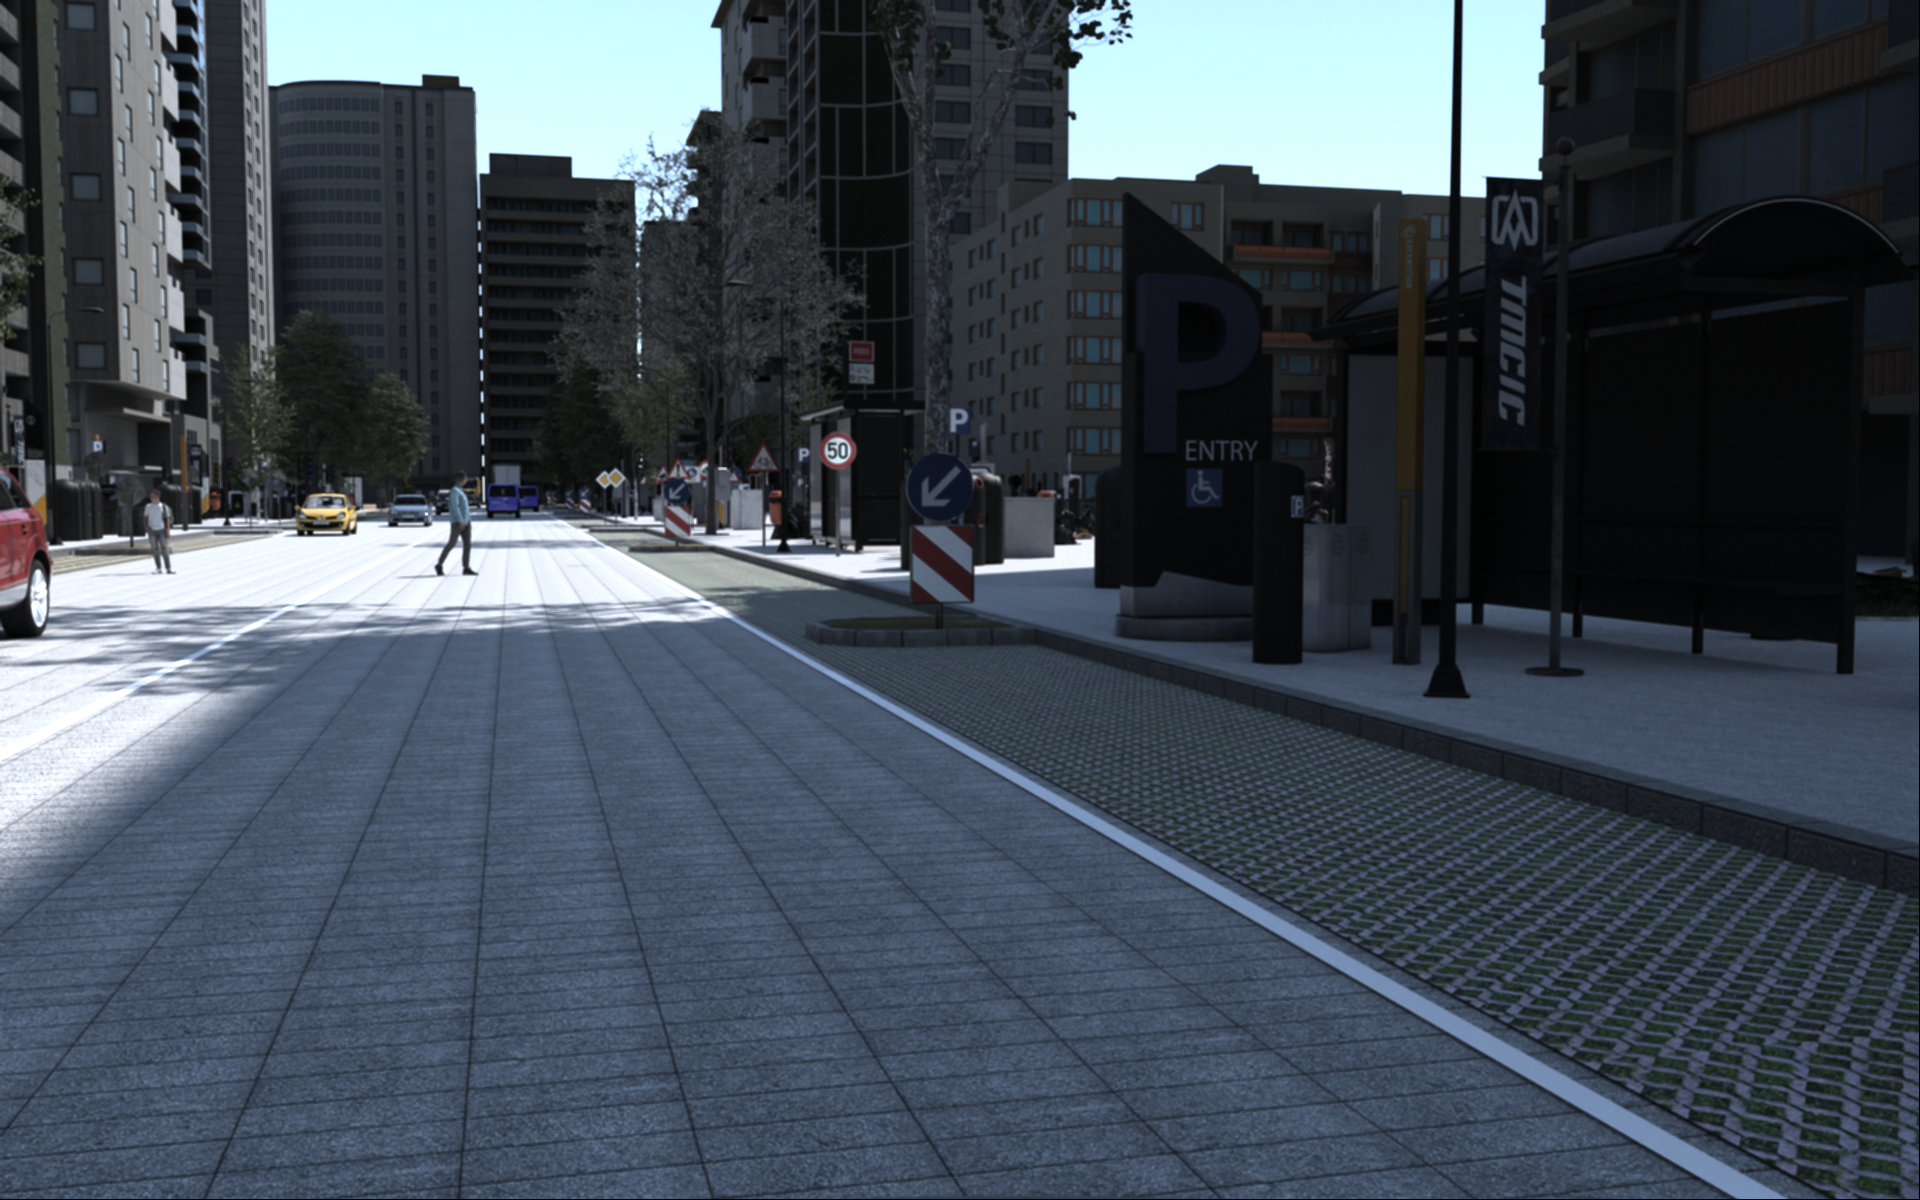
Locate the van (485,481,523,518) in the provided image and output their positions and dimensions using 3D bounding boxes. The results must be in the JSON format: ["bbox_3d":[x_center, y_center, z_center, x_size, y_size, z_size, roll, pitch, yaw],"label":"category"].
[{"bbox_3d":[-27.370,-6.088,103.923,2.240,2.365,5.245,-1,4,-13],"label":"van"}]

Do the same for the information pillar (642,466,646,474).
[{"bbox_3d":[-26.331,-9.347,144.183,0.183,3.616,0.504,2,4,27],"label":"information pillar"}]

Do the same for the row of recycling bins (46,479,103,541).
[{"bbox_3d":[-24.732,-2.531,48.496,1.069,1.692,3.534,-1,4,-15],"label":"row of recycling bins"}]

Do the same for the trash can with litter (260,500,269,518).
[{"bbox_3d":[-37.949,-5.116,95.026,1.055,1.170,0.624,-2,4,-34],"label":"trash can with litter"}]

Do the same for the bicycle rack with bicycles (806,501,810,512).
[{"bbox_3d":[-7.246,-5.012,95.329,2.852,0.926,2.925,-3,5,-43],"label":"bicycle rack with bicycles"}]

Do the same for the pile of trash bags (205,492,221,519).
[{"bbox_3d":[-39.300,-4.865,89.294,1.912,1.369,3.447,1,4,12],"label":"pile of trash bags"}]

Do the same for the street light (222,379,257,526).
[{"bbox_3d":[-29.079,-5.957,69.933,1.470,5.913,1.316,-1,4,-14],"label":"street light"}]

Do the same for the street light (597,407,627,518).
[{"bbox_3d":[-18.488,-7.330,92.392,1.470,5.913,1.316,-1,4,-14],"label":"street light"}]

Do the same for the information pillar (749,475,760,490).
[{"bbox_3d":[-7.751,-3.727,65.421,0.304,2.012,0.304,1,4,19],"label":"information pillar"}]

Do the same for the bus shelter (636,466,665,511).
[{"bbox_3d":[-22.618,-8.150,127.171,2.014,3.302,5.546,-1,4,-15],"label":"bus shelter"}]

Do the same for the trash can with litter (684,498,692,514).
[{"bbox_3d":[-18.527,-6.518,117.627,1.678,1.210,2.233,-2,4,-30],"label":"trash can with litter"}]

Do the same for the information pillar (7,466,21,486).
[{"bbox_3d":[-24.688,-2.492,45.243,0.304,2.012,0.304,-2,4,-29],"label":"information pillar"}]

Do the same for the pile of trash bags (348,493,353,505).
[{"bbox_3d":[-46.477,-7.274,128.684,1.912,1.369,3.447,2,4,32],"label":"pile of trash bags"}]

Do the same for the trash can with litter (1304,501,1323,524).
[{"bbox_3d":[5.459,-1.049,28.540,1.055,1.170,0.624,1,4,15],"label":"trash can with litter"}]

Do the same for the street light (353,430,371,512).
[{"bbox_3d":[-43.103,-9.307,124.716,1.470,5.913,1.316,-1,4,-14],"label":"street light"}]

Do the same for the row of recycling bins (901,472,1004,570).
[{"bbox_3d":[-0.140,-1.443,30.701,1.069,1.692,3.534,1,4,21],"label":"row of recycling bins"}]

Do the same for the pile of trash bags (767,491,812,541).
[{"bbox_3d":[-4.530,-2.405,49.067,1.912,1.369,3.447,1,4,19],"label":"pile of trash bags"}]

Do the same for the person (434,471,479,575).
[{"bbox_3d":[-8.889,-1.360,30.595,0.748,1.841,0.638,1,4,10],"label":"person"}]

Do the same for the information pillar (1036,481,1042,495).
[{"bbox_3d":[4.565,-5.832,99.849,0.304,2.012,0.304,0,4,-8],"label":"information pillar"}]

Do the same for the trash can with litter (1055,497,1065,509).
[{"bbox_3d":[5.558,-4.957,92.430,1.055,1.170,0.624,-1,4,-11],"label":"trash can with litter"}]

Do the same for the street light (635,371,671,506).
[{"bbox_3d":[-11.579,-5.689,65.557,1.470,5.913,1.316,-1,4,-14],"label":"street light"}]

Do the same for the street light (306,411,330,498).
[{"bbox_3d":[-36.061,-7.626,97.227,1.470,5.913,1.316,-1,4,-14],"label":"street light"}]

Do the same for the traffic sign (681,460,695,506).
[{"bbox_3d":[-10.164,-3.917,64.150,0.768,2.556,0.104,-1,4,-8],"label":"traffic sign"}]

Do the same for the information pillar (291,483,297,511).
[{"bbox_3d":[-46.032,-7.049,119.747,0.304,2.012,0.304,-1,4,-16],"label":"information pillar"}]

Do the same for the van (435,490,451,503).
[{"bbox_3d":[-50.769,-10.018,170.801,2.013,2.044,4.112,-1,4,-16],"label":"van"}]

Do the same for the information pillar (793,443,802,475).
[{"bbox_3d":[-7.419,-5.376,79.247,0.183,3.616,0.504,3,4,36],"label":"information pillar"}]

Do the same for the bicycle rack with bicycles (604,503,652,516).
[{"bbox_3d":[-19.776,-5.533,103.844,2.925,0.926,2.852,0,4,-6],"label":"bicycle rack with bicycles"}]

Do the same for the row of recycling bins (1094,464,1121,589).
[{"bbox_3d":[3.203,-1.076,24.706,3.534,1.692,1.069,-3,5,-44],"label":"row of recycling bins"}]

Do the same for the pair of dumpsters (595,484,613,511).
[{"bbox_3d":[-26.381,-7.759,129.351,1.574,2.255,4.437,-1,4,-14],"label":"pair of dumpsters"}]

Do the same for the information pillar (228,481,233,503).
[{"bbox_3d":[-40.755,-5.641,96.727,0.304,2.012,0.304,-1,4,-16],"label":"information pillar"}]

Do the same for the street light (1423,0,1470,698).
[{"bbox_3d":[2.575,-2.336,10.728,1.470,5.913,1.316,-1,4,-14],"label":"street light"}]

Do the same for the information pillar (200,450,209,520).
[{"bbox_3d":[-37.614,-5.799,86.168,0.504,3.616,0.183,1,4,18],"label":"information pillar"}]

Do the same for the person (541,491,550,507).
[{"bbox_3d":[-45.167,-11.003,189.115,1.217,1.743,0.721,-3,5,-42],"label":"person"}]

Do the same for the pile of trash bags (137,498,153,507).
[{"bbox_3d":[-48.797,-5.750,103.766,3.447,1.369,1.912,0,4,-5],"label":"pile of trash bags"}]

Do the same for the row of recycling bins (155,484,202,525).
[{"bbox_3d":[-32.839,-4.011,72.698,1.069,1.692,3.534,0,4,-4],"label":"row of recycling bins"}]

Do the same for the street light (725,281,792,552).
[{"bbox_3d":[-4.427,-4.006,38.039,1.470,5.913,1.316,-1,4,-14],"label":"street light"}]

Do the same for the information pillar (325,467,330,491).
[{"bbox_3d":[-51.397,-9.129,140.617,0.504,3.616,0.183,1,4,14],"label":"information pillar"}]

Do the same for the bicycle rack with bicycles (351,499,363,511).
[{"bbox_3d":[-46.920,-7.240,131.760,2.852,0.926,2.925,1,4,10],"label":"bicycle rack with bicycles"}]

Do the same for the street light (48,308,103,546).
[{"bbox_3d":[-22.086,-4.326,43.265,1.470,5.913,1.316,-1,4,-14],"label":"street light"}]

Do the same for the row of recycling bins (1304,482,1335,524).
[{"bbox_3d":[13.569,-3.255,60.334,3.534,1.692,1.069,-1,4,-17],"label":"row of recycling bins"}]

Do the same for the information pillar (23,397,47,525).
[{"bbox_3d":[-22.382,-3.090,41.881,0.183,3.616,0.504,2,4,26],"label":"information pillar"}]

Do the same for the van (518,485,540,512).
[{"bbox_3d":[-34.698,-8.191,138.299,2.240,2.365,5.245,-1,4,-16],"label":"van"}]

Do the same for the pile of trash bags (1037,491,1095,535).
[{"bbox_3d":[4.088,-2.724,54.287,3.447,1.369,1.912,0,4,0],"label":"pile of trash bags"}]

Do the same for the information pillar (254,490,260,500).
[{"bbox_3d":[-54.540,-7.941,134.332,0.304,2.012,0.304,0,4,3],"label":"information pillar"}]

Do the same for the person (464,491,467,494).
[{"bbox_3d":[-55.078,-11.287,193.184,0.705,1.807,1.348,3,4,36],"label":"person"}]

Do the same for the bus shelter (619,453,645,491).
[{"bbox_3d":[-26.365,-9.815,138.107,2.179,5.291,8.768,-1,4,-14],"label":"bus shelter"}]

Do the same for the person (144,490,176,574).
[{"bbox_3d":[-14.402,-1.229,31.190,0.503,1.515,0.523,-3,5,-41],"label":"person"}]

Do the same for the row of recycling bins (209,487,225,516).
[{"bbox_3d":[-44.022,-5.773,101.497,1.069,1.692,3.534,1,4,22],"label":"row of recycling bins"}]

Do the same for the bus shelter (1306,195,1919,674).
[{"bbox_3d":[5.019,-1.255,14.445,2.014,3.302,5.546,-1,4,-14],"label":"bus shelter"}]

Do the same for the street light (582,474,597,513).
[{"bbox_3d":[-25.450,-8.966,119.142,1.470,5.913,1.316,-1,4,-14],"label":"street light"}]

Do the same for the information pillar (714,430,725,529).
[{"bbox_3d":[-8.820,-4.374,62.868,0.504,3.616,0.183,0,4,-3],"label":"information pillar"}]

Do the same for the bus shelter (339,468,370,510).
[{"bbox_3d":[-48.556,-8.874,139.011,2.014,3.302,5.546,-1,4,-15],"label":"bus shelter"}]

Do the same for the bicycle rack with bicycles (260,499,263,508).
[{"bbox_3d":[-47.863,-6.626,121.713,2.852,0.926,2.925,0,4,-3],"label":"bicycle rack with bicycles"}]

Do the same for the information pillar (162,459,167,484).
[{"bbox_3d":[-53.349,-7.633,116.160,0.504,3.616,0.183,3,5,44],"label":"information pillar"}]
